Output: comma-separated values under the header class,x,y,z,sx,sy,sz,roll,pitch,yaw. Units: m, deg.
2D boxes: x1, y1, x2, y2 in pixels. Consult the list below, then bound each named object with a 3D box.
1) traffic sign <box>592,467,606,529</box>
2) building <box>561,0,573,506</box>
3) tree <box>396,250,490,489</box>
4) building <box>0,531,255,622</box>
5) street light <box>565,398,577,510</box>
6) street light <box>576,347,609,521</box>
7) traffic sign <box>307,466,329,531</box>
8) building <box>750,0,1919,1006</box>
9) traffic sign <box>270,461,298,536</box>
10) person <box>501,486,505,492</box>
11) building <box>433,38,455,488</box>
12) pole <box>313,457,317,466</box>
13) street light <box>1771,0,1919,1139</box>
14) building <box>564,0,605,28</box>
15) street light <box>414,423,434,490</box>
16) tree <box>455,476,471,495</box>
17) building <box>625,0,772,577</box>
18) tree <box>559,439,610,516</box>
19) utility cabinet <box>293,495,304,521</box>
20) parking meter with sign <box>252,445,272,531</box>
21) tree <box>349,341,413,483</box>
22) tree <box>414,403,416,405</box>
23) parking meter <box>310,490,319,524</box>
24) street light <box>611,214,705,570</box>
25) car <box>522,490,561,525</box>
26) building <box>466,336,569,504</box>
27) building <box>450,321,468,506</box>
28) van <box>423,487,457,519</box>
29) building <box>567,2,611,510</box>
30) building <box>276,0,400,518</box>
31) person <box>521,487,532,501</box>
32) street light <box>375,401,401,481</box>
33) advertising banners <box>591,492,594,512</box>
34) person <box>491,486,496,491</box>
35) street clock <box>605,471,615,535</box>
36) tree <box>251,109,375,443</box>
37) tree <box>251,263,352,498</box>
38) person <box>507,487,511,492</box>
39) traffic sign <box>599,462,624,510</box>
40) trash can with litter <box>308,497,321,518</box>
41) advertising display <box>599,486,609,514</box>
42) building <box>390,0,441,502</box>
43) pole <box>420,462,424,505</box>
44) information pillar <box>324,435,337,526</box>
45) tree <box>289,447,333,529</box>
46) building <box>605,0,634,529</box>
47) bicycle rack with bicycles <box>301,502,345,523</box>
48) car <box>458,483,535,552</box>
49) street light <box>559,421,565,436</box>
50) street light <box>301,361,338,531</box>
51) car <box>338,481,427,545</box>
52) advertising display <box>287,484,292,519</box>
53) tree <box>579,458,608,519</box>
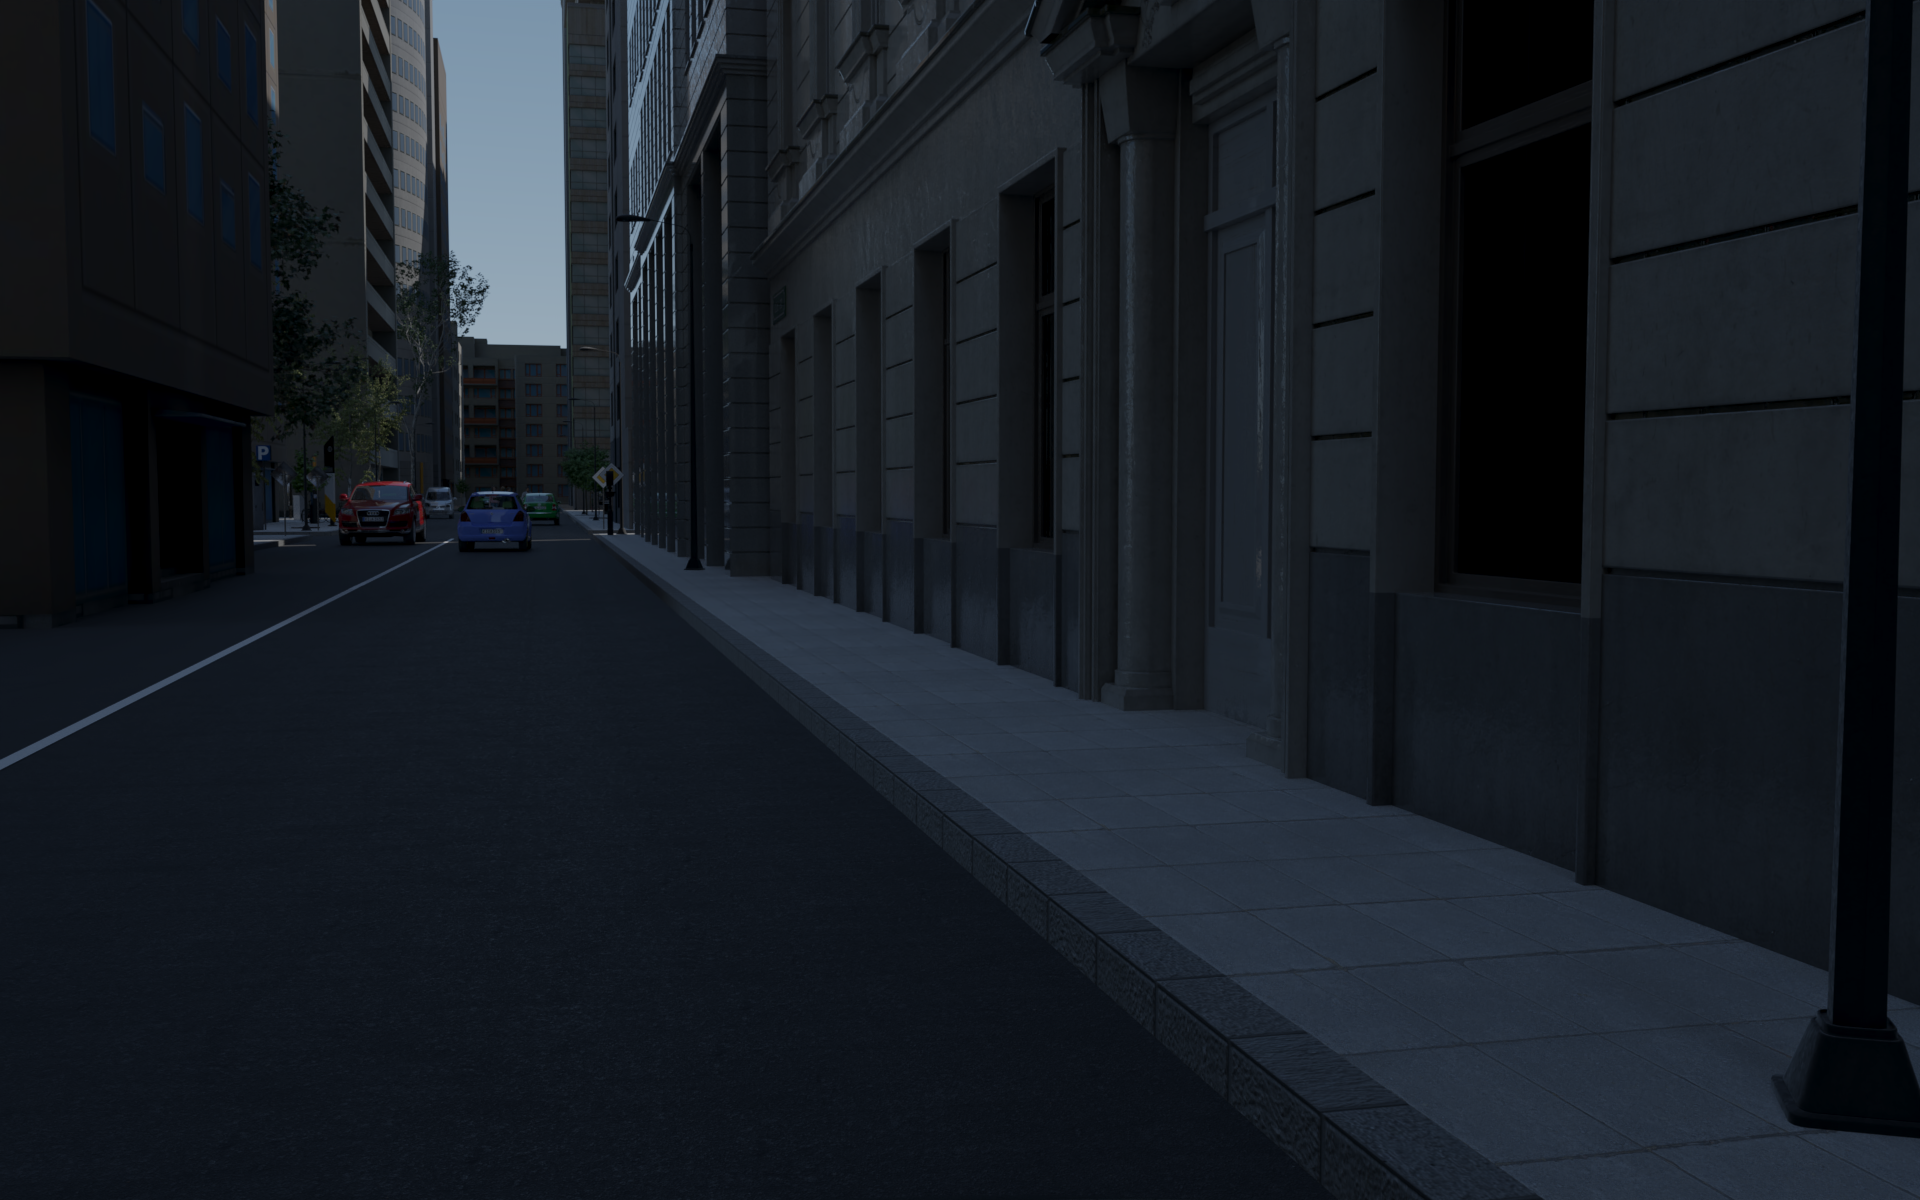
class,x,y,z,sx,sy,sz,roll,pitch,yaw
traffic sign,-12.942,-3.622,62.857,0.795,2.450,0.064,-1,4,-14
building,-34.324,-40.103,197.677,21.231,58.520,28.212,-1,4,-14
tree,-40.440,-16.400,124.027,12.611,20.169,13.585,0,3,0
building,-17.625,-22.749,22.062,14.600,45.320,14.200,-1,4,-14
street light,-18.214,-6.808,83.845,1.470,5.913,1.316,-1,4,-14
street light,-11.324,-5.042,54.985,1.470,5.913,1.316,-1,4,-14
traffic sign,-22.469,-3.483,60.589,0.795,2.450,0.064,-1,4,-14
building,9.813,-14.062,6.330,17.030,29.872,44.131,-1,4,-14
traffic sign,-20.597,-3.008,52.826,0.795,2.450,0.064,-1,4,-14
person,-20.424,-4.198,77.551,0.576,1.772,0.534,-2,4,-28
building,-56.550,-31.574,166.350,14.600,45.320,14.200,-1,4,-14
pole,-35.056,-6.137,94.189,0.158,3.312,0.155,0,3,0
street light,1.333,-1.882,3.306,1.470,5.913,1.316,-1,4,-14
building,-23.998,-35.608,171.436,28.713,52.752,27.495,-1,4,-14
street light,-34.822,-8.562,112.524,1.470,5.913,1.316,-1,4,-14
tree,-51.648,-11.339,179.986,1.663,3.219,1.824,0,3,0
building,-1.777,-16.147,41.503,11.434,29.767,29.804,-1,4,-14
tree,-22.442,-7.372,104.242,4.285,4.588,4.351,0,3,0
utility cabinet,-32.154,-4.476,84.337,0.306,1.237,1.020,-3,4,-38
parking meter with sign,-24.975,-3.966,61.100,0.543,3.016,1.738,0,4,8
tree,-29.345,-8.076,82.400,4.737,8.622,4.395,0,3,0
tree,-30.693,-8.571,90.493,4.737,8.622,4.395,0,3,0
parking meter,-27.874,-4.059,74.779,0.372,1.533,0.369,0,3,0
street light,-5.027,-3.455,29.038,1.470,5.913,1.316,-1,4,-14
car,-19.562,-4.394,80.640,1.959,1.807,4.718,-1,4,-13
building,-63.865,-23.403,227.672,28.899,21.520,27.650,-1,4,-14
building,-70.301,-21.155,190.926,28.899,21.520,27.650,-1,4,-14
van,-30.544,-5.781,101.523,2.013,2.044,4.112,-1,4,-15
building,-26.575,-28.516,149.825,14.154,41.232,14.086,-1,4,-14
building,-45.382,-29.246,101.879,21.300,48.544,21.600,-1,4,-14
person,-23.860,-5.331,95.512,0.661,1.843,0.795,-2,4,-26
street light,-28.676,-6.983,86.716,1.470,5.913,1.316,-1,4,-14
advertising banners,-25.870,-7.676,121.683,0.090,3.025,2.074,-1,4,-16
person,-22.284,-4.545,82.827,0.388,1.821,0.555,3,4,38
street clock,-10.911,-3.023,54.002,0.358,2.002,0.471,-1,4,-10
tree,-18.348,-7.453,38.863,9.611,12.733,9.660,0,3,0
tree,-20.415,-6.052,49.319,4.737,8.622,4.395,0,3,0
person,-26.926,-5.814,103.336,0.755,1.850,0.659,0,4,-3
traffic sign,-11.070,-3.147,55.094,0.795,2.450,0.064,-1,4,-14
trash can with litter,-34.752,-4.971,92.670,1.055,1.170,0.624,1,4,18
advertising display,-22.274,-6.343,108.915,0.974,1.923,0.123,-1,4,-15
building,-55.354,-36.819,143.981,21.231,58.520,28.212,-1,4,-14
pole,-34.747,-7.215,111.814,0.158,3.312,0.155,0,3,0
information pillar,-25.084,-4.746,68.952,0.504,3.616,0.183,2,4,25
tree,-24.500,-4.284,64.651,1.663,3.219,1.824,0,3,0
building,-4.383,-38.827,73.069,20.611,71.187,20.563,-1,4,-14
bicycle rack with bicycles,-28.578,-3.990,78.624,2.925,0.926,2.852,-2,4,-30
car,-11.883,-2.126,44.356,1.945,1.707,3.694,-1,4,-12
street light,-24.395,-8.384,109.620,1.470,5.913,1.316,-1,4,-14
street light,-22.304,-5.376,60.445,1.470,5.913,1.316,-1,4,-14
car,-16.714,-2.544,50.274,2.281,1.827,5.304,-1,4,-12
advertising display,-34.940,-5.203,90.285,0.123,1.923,0.974,-2,4,-28
tree,-18.941,-5.895,90.986,1.663,3.219,1.824,0,3,0
